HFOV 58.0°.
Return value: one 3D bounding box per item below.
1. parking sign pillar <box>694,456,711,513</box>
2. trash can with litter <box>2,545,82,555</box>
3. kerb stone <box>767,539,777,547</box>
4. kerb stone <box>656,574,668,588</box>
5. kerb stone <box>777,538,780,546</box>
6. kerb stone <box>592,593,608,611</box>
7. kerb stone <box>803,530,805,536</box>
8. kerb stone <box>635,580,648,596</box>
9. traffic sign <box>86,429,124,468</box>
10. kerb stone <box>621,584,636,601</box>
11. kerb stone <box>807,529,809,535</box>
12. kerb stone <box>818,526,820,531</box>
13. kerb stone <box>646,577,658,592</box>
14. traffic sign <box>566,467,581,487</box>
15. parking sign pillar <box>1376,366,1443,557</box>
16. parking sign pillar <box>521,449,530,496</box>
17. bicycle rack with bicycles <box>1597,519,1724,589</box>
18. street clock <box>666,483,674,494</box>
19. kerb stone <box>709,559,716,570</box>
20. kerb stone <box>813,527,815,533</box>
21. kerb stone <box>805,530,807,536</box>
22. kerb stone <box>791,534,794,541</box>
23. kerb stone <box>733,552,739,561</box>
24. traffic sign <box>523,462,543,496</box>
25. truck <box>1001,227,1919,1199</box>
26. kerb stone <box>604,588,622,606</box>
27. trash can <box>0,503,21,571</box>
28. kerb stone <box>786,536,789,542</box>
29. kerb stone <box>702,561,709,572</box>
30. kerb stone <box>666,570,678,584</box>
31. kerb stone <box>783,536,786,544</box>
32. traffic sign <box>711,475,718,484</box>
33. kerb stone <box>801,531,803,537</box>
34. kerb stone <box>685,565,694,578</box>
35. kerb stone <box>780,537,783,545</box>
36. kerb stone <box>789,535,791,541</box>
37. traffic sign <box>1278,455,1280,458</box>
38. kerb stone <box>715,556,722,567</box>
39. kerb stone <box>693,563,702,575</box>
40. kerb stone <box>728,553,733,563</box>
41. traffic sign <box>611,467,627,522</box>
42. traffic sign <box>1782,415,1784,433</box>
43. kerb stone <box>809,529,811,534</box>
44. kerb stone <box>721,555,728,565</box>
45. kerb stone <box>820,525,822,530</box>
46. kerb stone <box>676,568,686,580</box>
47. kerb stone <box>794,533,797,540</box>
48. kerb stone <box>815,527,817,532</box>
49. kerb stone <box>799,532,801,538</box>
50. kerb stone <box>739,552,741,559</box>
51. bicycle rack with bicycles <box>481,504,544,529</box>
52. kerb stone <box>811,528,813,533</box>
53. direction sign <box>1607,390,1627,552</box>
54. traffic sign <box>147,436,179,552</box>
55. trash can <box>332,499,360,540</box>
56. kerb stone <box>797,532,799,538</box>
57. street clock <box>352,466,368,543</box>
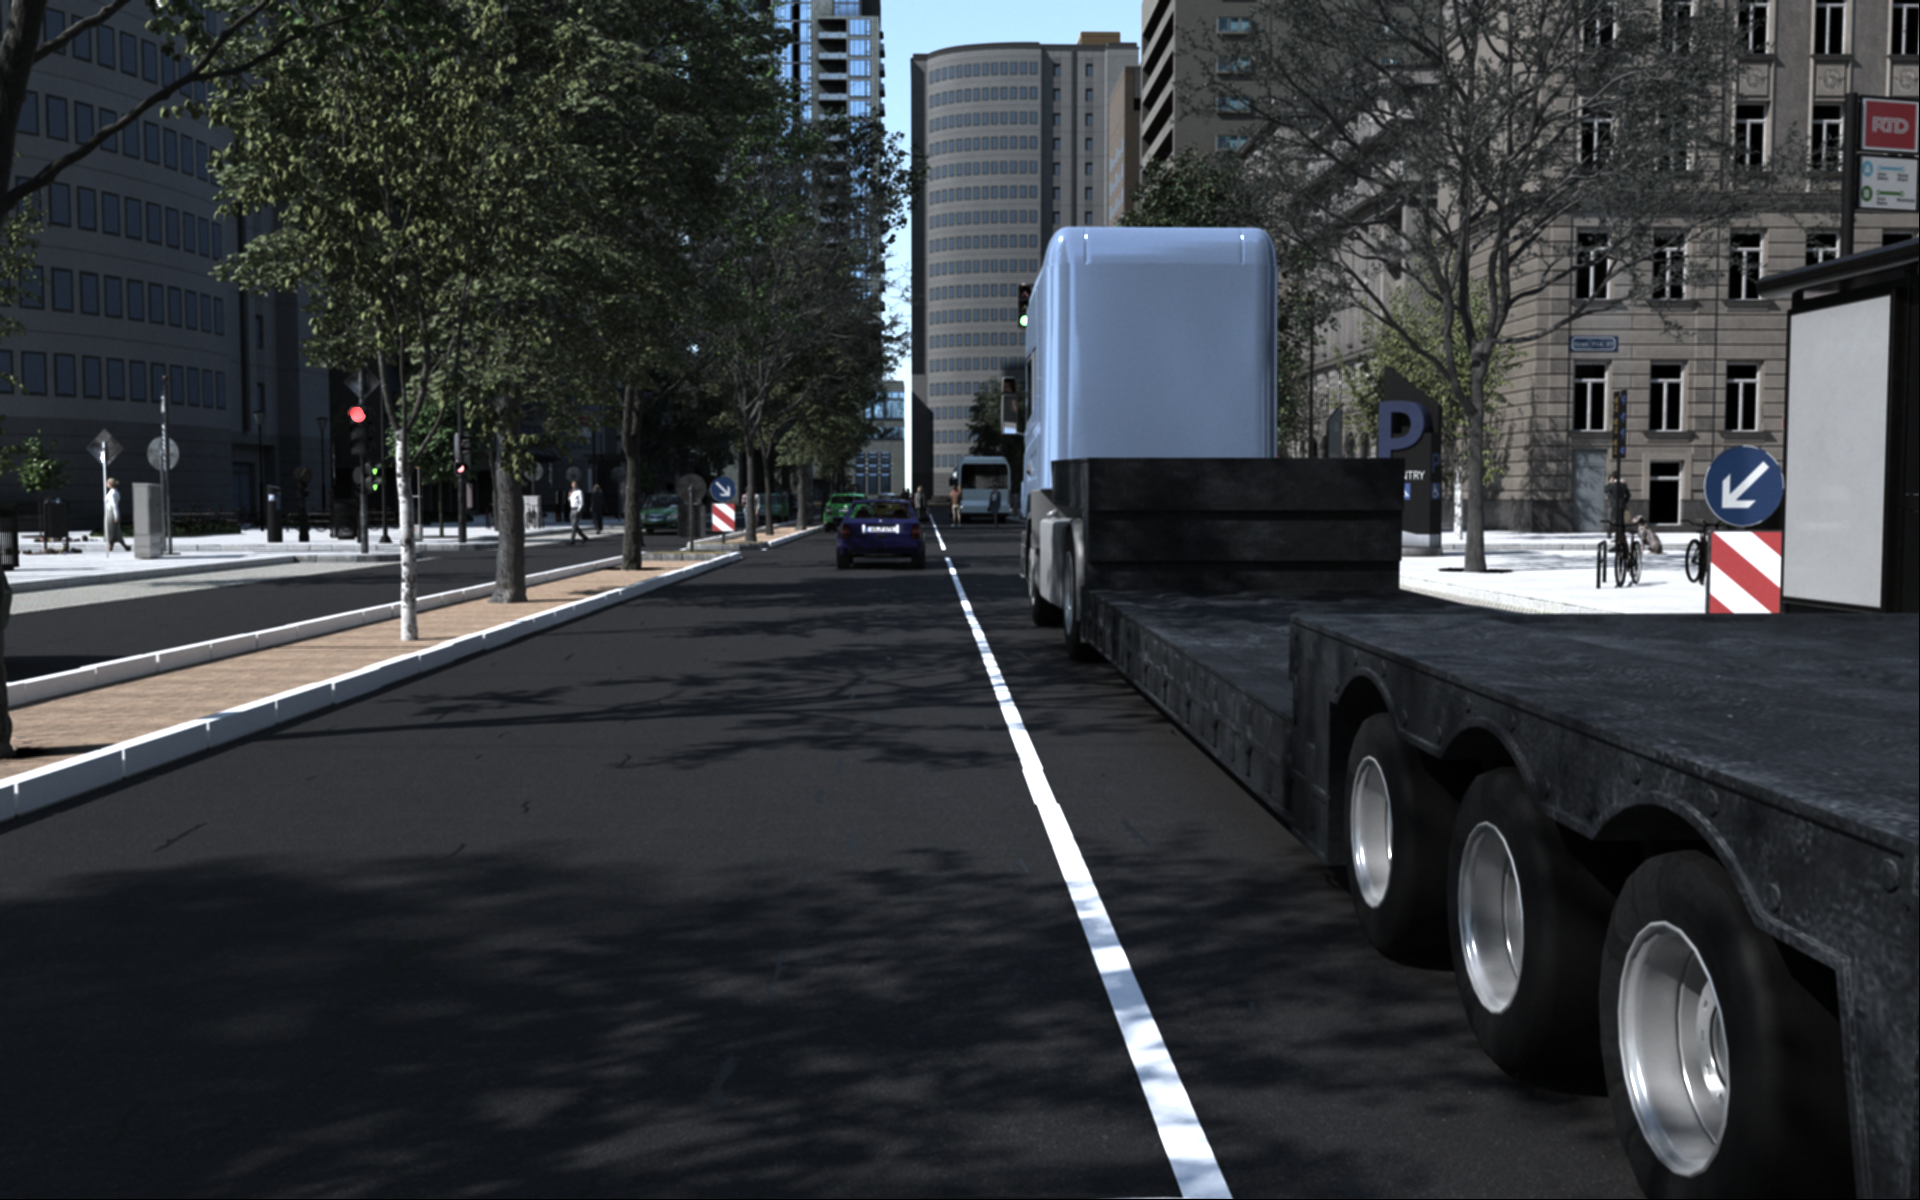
[{"bbox_3d":[-17.117,-7.749,115.167,1.447,3.967,1.447,3,5,43],"label":"parking sign pillar"},{"bbox_3d":[-19.774,-1.590,37.049,1.678,1.210,2.233,2,4,30],"label":"trash can with litter"},{"bbox_3d":[-5.110,-1.496,46.676,0.120,0.150,1.000,0,4,-1],"label":"kerb stone"},{"bbox_3d":[-4.669,-0.268,26.649,0.120,0.150,1.000,0,4,-1],"label":"kerb stone"},{"bbox_3d":[-5.122,-1.560,47.699,0.120,0.150,1.000,0,4,-1],"label":"kerb stone"},{"bbox_3d":[-4.552,0.047,21.517,0.120,0.150,1.000,0,4,-1],"label":"kerb stone"},{"bbox_3d":[-5.355,-2.187,57.951,0.120,0.150,1.000,0,4,-1],"label":"kerb stone"},{"bbox_3d":[-4.614,-0.143,24.599,0.120,0.150,1.000,0,4,-1],"label":"kerb stone"},{"bbox_3d":[-17.187,-2.147,34.838,0.795,2.593,0.064,0,4,7],"label":"traffic sign"},{"bbox_3d":[-4.590,-0.084,23.576,0.120,0.150,1.000,0,4,-1],"label":"kerb stone"},{"bbox_3d":[-5.400,-2.309,59.995,0.120,0.150,1.000,0,4,-1],"label":"kerb stone"},{"bbox_3d":[-5.532,-2.687,66.157,0.120,0.150,1.000,0,4,-1],"label":"kerb stone"},{"bbox_3d":[-4.637,-0.210,25.627,0.120,0.150,1.000,0,4,-1],"label":"kerb stone"},{"bbox_3d":[-17.895,-4.897,80.176,0.768,2.556,0.104,0,4,8],"label":"traffic sign"},{"bbox_3d":[9.319,-2.906,35.990,1.447,3.967,1.447,-3,5,-44],"label":"parking sign pillar"},{"bbox_3d":[-17.600,-4.887,68.375,1.447,3.967,1.447,2,4,33],"label":"parking sign pillar"},{"bbox_3d":[10.011,-0.653,24.063,2.852,0.926,2.925,2,4,24],"label":"bicycle rack with bicycles"},{"bbox_3d":[-19.780,-6.946,118.132,0.471,2.002,0.358,-2,4,-27],"label":"street clock"},{"bbox_3d":[-4.794,-0.639,32.789,0.120,0.150,1.000,0,4,-1],"label":"kerb stone"},{"bbox_3d":[-5.469,-2.499,63.075,0.120,0.150,1.000,0,4,-1],"label":"kerb stone"},{"bbox_3d":[-5.379,-2.249,58.973,0.120,0.150,1.000,0,4,-1],"label":"kerb stone"},{"bbox_3d":[-5.237,-1.873,52.817,0.120,0.150,1.000,0,4,-1],"label":"kerb stone"},{"bbox_3d":[-4.877,-0.893,36.877,0.120,0.150,1.000,0,4,-1],"label":"kerb stone"},{"bbox_3d":[-16.551,-4.103,67.191,0.768,2.556,0.104,0,4,-1],"label":"traffic sign"},{"bbox_3d":[2.235,-1.344,11.735,2.967,4.110,18.799,0,4,-2],"label":"truck"},{"bbox_3d":[-4.575,-0.021,22.543,0.120,0.150,1.000,0,4,-1],"label":"kerb stone"},{"bbox_3d":[-16.111,-1.060,28.991,0.748,1.137,0.748,0,3,0],"label":"trash can"},{"bbox_3d":[-5.194,-1.746,50.771,0.120,0.150,1.000,0,4,-1],"label":"kerb stone"},{"bbox_3d":[-4.773,-0.584,31.766,0.120,0.150,1.000,0,4,-1],"label":"kerb stone"},{"bbox_3d":[-4.685,-0.335,27.677,0.120,0.150,1.000,0,4,-1],"label":"kerb stone"},{"bbox_3d":[-5.165,-1.685,49.746,0.120,0.150,1.000,0,4,-1],"label":"kerb stone"},{"bbox_3d":[-16.650,-7.136,116.779,0.768,2.556,0.104,0,4,0],"label":"traffic sign"},{"bbox_3d":[-5.333,-2.124,56.929,0.120,0.150,1.000,0,4,-1],"label":"kerb stone"},{"bbox_3d":[-4.729,-0.454,29.723,0.120,0.150,1.000,0,4,-1],"label":"kerb stone"},{"bbox_3d":[-5.143,-1.622,48.722,0.120,0.150,1.000,0,4,-1],"label":"kerb stone"},{"bbox_3d":[-5.217,-1.806,51.794,0.120,0.150,1.000,0,4,-1],"label":"kerb stone"},{"bbox_3d":[8.880,-3.003,49.102,0.884,2.594,0.081,0,4,2],"label":"traffic sign"},{"bbox_3d":[-4.812,-0.707,33.811,0.120,0.150,1.000,0,4,-1],"label":"kerb stone"},{"bbox_3d":[-4.747,-0.523,30.745,0.120,0.150,1.000,0,4,-1],"label":"kerb stone"},{"bbox_3d":[-4.870,-0.835,35.854,0.120,0.150,1.000,0,4,-1],"label":"kerb stone"},{"bbox_3d":[-15.872,-4.924,80.608,0.768,2.556,0.104,0,4,2],"label":"traffic sign"},{"bbox_3d":[10.657,-1.320,21.686,0.768,2.556,0.104,0,4,7],"label":"traffic sign"},{"bbox_3d":[-5.419,-2.375,61.028,0.120,0.150,1.000,0,4,-1],"label":"kerb stone"},{"bbox_3d":[-4.837,-0.772,34.833,0.120,0.150,1.000,0,4,-1],"label":"kerb stone"},{"bbox_3d":[-5.553,-2.751,67.181,0.120,0.150,1.000,0,4,-1],"label":"kerb stone"},{"bbox_3d":[-4.711,-0.398,28.701,0.120,0.150,1.000,0,4,-1],"label":"kerb stone"},{"bbox_3d":[-5.258,-1.933,53.839,0.120,0.150,1.000,0,4,-1],"label":"kerb stone"},{"bbox_3d":[-5.482,-2.561,64.103,0.120,0.150,1.000,0,4,-1],"label":"kerb stone"},{"bbox_3d":[-5.302,-2.061,55.893,0.120,0.150,1.000,0,4,-1],"label":"kerb stone"},{"bbox_3d":[-4.906,-0.956,37.898,0.120,0.150,1.000,0,4,-1],"label":"kerb stone"},{"bbox_3d":[-16.525,-3.095,63.980,2.852,0.926,2.925,0,4,-8],"label":"bicycle rack with bicycles"},{"bbox_3d":[-5.439,-2.438,62.054,0.120,0.150,1.000,0,4,-1],"label":"kerb stone"},{"bbox_3d":[14.479,-2.819,38.081,0.379,3.537,0.876,0,4,5],"label":"direction sign"},{"bbox_3d":[-17.573,-2.329,38.188,0.768,2.556,0.104,0,4,7],"label":"traffic sign"},{"bbox_3d":[-17.356,-2.281,48.955,0.748,1.137,0.748,0,3,0],"label":"trash can"},{"bbox_3d":[-5.284,-1.998,54.861,0.120,0.150,1.000,0,4,-1],"label":"kerb stone"},{"bbox_3d":[-15.691,-2.499,45.429,0.471,2.002,0.358,2,4,31],"label":"street clock"}]
